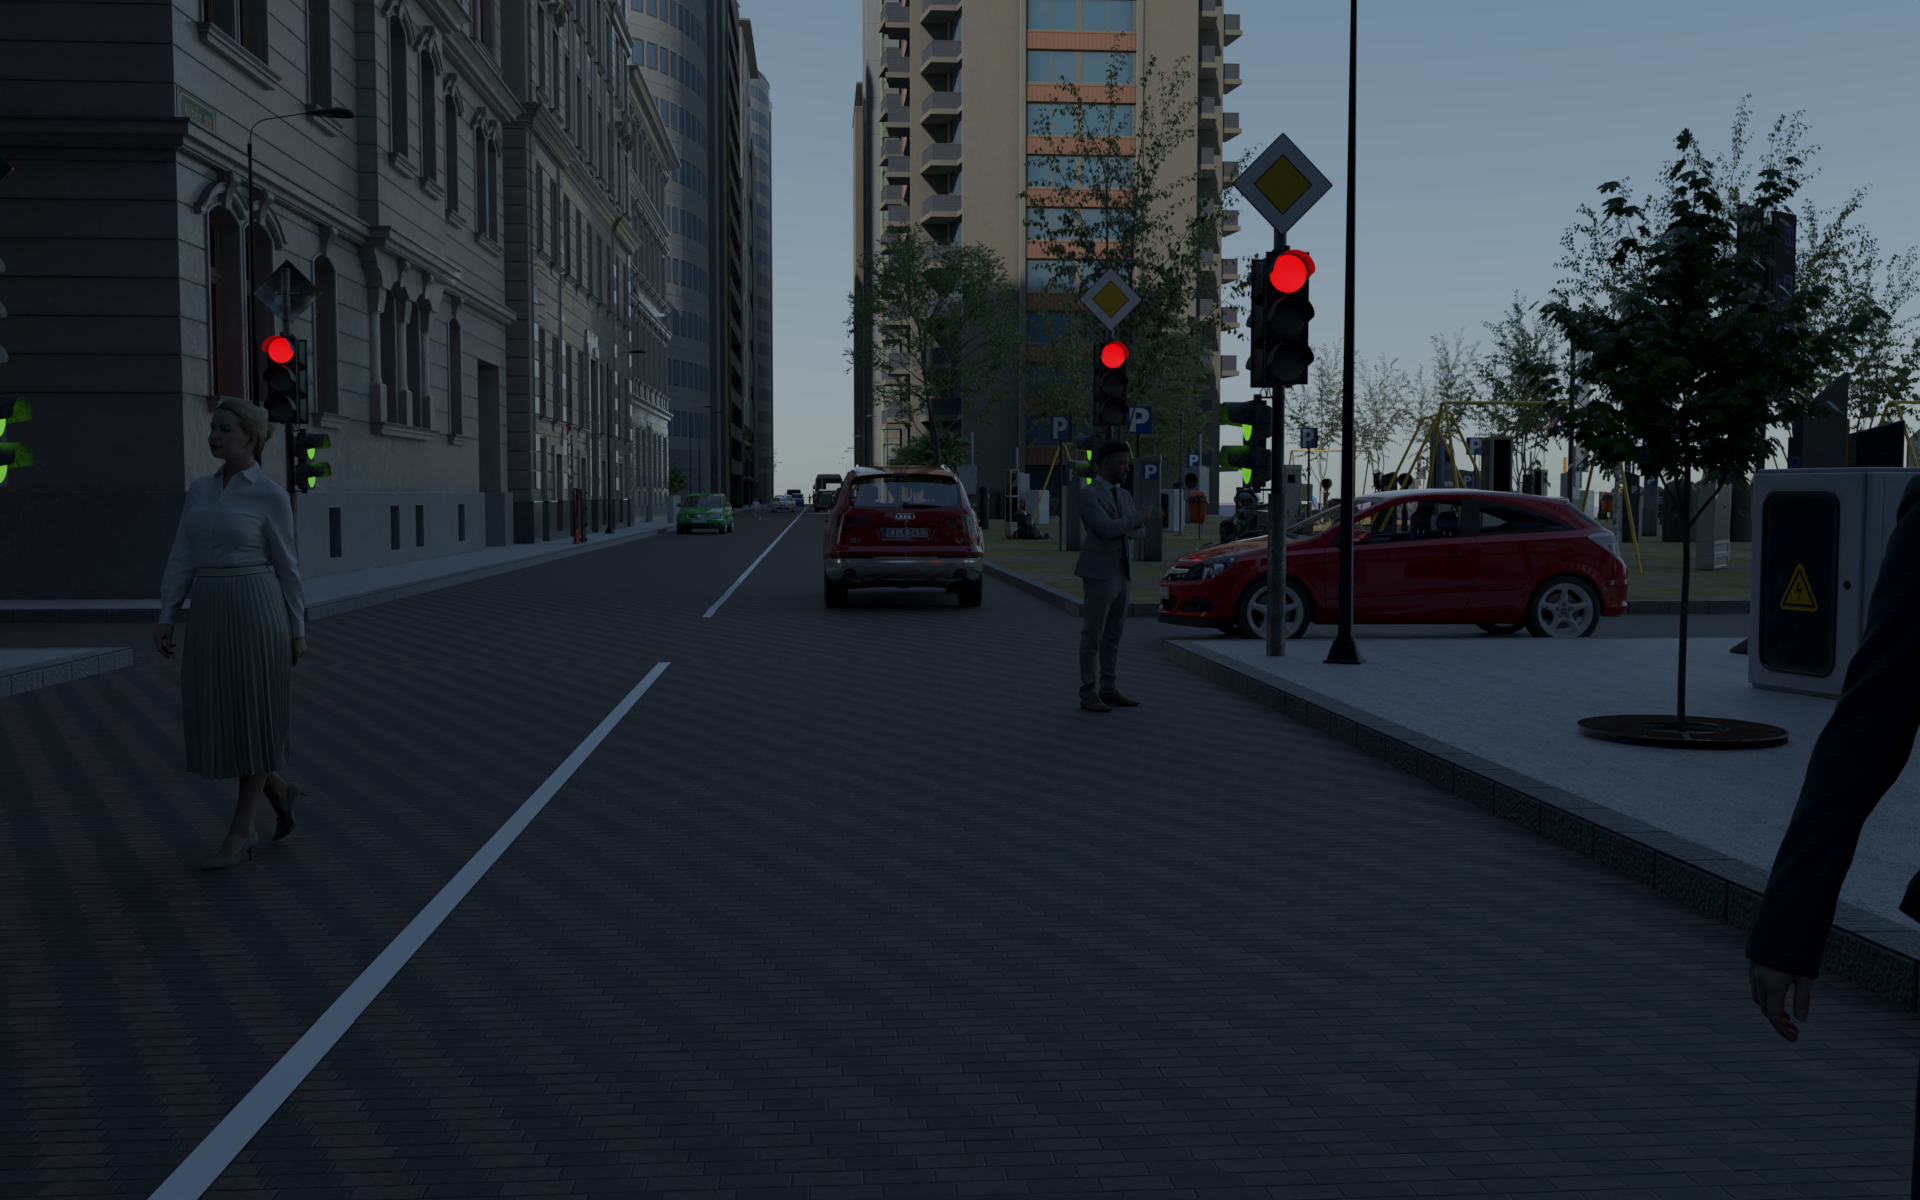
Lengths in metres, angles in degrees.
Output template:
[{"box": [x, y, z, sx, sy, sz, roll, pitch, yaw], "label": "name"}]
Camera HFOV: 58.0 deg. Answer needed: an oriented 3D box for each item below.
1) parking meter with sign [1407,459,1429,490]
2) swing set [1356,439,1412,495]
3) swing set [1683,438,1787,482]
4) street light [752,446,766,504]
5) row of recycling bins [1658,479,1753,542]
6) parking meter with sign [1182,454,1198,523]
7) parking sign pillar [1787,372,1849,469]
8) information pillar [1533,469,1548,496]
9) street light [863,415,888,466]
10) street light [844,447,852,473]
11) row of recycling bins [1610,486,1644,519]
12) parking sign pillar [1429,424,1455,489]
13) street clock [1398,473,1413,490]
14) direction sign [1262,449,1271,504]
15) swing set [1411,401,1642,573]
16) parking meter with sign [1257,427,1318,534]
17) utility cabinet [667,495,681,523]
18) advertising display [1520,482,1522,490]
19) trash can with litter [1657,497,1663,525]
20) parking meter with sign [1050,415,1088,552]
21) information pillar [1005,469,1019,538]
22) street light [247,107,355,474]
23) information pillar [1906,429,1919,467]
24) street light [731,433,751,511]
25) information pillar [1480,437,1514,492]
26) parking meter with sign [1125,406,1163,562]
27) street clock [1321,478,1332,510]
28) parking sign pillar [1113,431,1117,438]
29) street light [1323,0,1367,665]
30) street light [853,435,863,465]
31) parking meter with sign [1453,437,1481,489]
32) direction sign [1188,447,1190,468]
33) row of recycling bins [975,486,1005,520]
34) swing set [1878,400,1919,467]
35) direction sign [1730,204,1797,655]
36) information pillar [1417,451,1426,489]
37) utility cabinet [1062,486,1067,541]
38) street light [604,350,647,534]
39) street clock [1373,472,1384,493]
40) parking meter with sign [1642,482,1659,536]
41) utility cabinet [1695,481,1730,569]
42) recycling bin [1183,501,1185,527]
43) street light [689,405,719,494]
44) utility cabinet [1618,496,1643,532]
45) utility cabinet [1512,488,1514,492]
[{"box": [22.454, -5.506, 86.278, 1.738, 3.016, 0.543, -2, 4, -25], "label": "parking meter with sign"}, {"box": [9.183, -2.197, 33.538, 2.862, 2.851, 3.119, 1, 4, 9], "label": "swing set"}, {"box": [22.637, -3.202, 49.969, 2.862, 2.851, 3.119, 0, 4, -5], "label": "swing set"}, {"box": [-19.849, -11.941, 167.770, 1.470, 5.913, 1.316, 0, 4, -5], "label": "street light"}, {"box": [20.531, -2.422, 46.709, 3.534, 1.692, 1.069, -1, 4, -15], "label": "row of recycling bins"}, {"box": [9.982, -4.894, 76.273, 0.543, 3.016, 1.738, -1, 4, -12], "label": "parking meter with sign"}, {"box": [18.900, -3.042, 38.205, 1.447, 3.967, 1.447, -1, 4, -21], "label": "parking sign pillar"}, {"box": [17.257, -2.876, 51.517, 0.304, 2.012, 0.304, -3, 4, -38], "label": "information pillar"}, {"box": [-4.801, -7.904, 101.768, 1.470, 5.913, 1.316, 0, 4, -5], "label": "street light"}, {"box": [-10.603, -12.249, 172.805, 1.470, 5.913, 1.316, 0, 4, -5], "label": "street light"}, {"box": [34.764, -4.930, 87.717, 3.534, 1.692, 1.069, 2, 4, 32], "label": "row of recycling bins"}, {"box": [18.584, -4.787, 66.735, 1.447, 3.967, 1.447, 3, 5, 44], "label": "parking sign pillar"}, {"box": [15.161, -3.331, 59.026, 0.471, 2.002, 0.358, 0, 4, -3], "label": "street clock"}, {"box": [15.298, -5.832, 87.353, 0.379, 3.537, 0.876, -3, 5, -45], "label": "direction sign"}, {"box": [9.656, -1.936, 29.274, 3.119, 2.851, 2.862, 0, 4, -3], "label": "swing set"}, {"box": [8.486, -2.983, 45.040, 1.738, 3.016, 0.543, -2, 4, -35], "label": "parking meter with sign"}, {"box": [-12.689, -4.013, 76.770, 0.306, 1.237, 1.020, 1, 4, 10], "label": "utility cabinet"}, {"box": [29.280, -5.187, 90.027, 0.123, 1.923, 0.974, 0, 4, -1], "label": "advertising display"}, {"box": [29.307, -3.741, 72.548, 0.624, 1.170, 1.055, 3, 5, 43], "label": "trash can with litter"}, {"box": [2.783, -2.622, 39.133, 0.543, 3.016, 1.738, 3, 5, 41], "label": "parking meter with sign"}, {"box": [1.530, -2.851, 51.099, 0.304, 2.012, 0.304, -2, 4, -31], "label": "information pillar"}, {"box": [-7.959, -2.958, 20.910, 1.470, 5.913, 1.316, 0, 4, -5], "label": "street light"}, {"box": [34.140, -4.324, 62.058, 0.504, 3.616, 0.183, 0, 4, -8], "label": "information pillar"}, {"box": [-16.909, -9.766, 132.217, 1.470, 5.913, 1.316, 0, 4, -5], "label": "street light"}, {"box": [6.903, -1.090, 22.314, 0.304, 2.012, 0.304, -1, 4, -9], "label": "information pillar"}, {"box": [3.606, -2.282, 33.573, 0.543, 3.016, 1.738, 0, 4, -5], "label": "parking meter with sign"}, {"box": [16.790, -4.575, 79.371, 0.471, 2.002, 0.358, 3, 5, 44], "label": "street clock"}, {"box": [6.141, -5.204, 73.553, 1.447, 3.967, 1.447, -3, 4, -37], "label": "parking sign pillar"}, {"box": [2.391, -2.473, 12.973, 1.470, 5.913, 1.316, 0, 4, -5], "label": "street light"}, {"box": [-7.606, -10.071, 137.209, 1.470, 5.913, 1.316, 0, 4, -5], "label": "street light"}, {"box": [15.675, -3.525, 53.898, 0.543, 3.016, 1.738, 0, 4, -6], "label": "parking meter with sign"}, {"box": [10.966, -5.572, 83.104, 0.379, 3.537, 0.876, 0, 4, 3], "label": "direction sign"}, {"box": [1.810, -4.981, 88.558, 1.069, 1.692, 3.534, -2, 4, -27], "label": "row of recycling bins"}, {"box": [17.042, -1.936, 29.278, 3.119, 2.851, 2.862, -1, 4, -12], "label": "swing set"}, {"box": [6.418, -1.338, 13.869, 0.876, 3.537, 0.379, -3, 4, -38], "label": "direction sign"}, {"box": [25.295, -6.342, 95.038, 0.504, 3.616, 0.183, 0, 4, 5], "label": "information pillar"}, {"box": [3.308, -2.301, 46.295, 1.173, 1.500, 0.318, 1, 4, 15], "label": "utility cabinet"}, {"box": [-10.784, -5.095, 55.840, 1.470, 5.913, 1.316, 0, 4, -5], "label": "street light"}, {"box": [13.987, -3.260, 57.875, 0.358, 2.002, 0.471, 3, 4, 36], "label": "street clock"}, {"box": [21.179, -3.479, 53.148, 0.543, 3.016, 1.738, 1, 4, 22], "label": "parking meter with sign"}, {"box": [12.846, -1.274, 29.509, 0.318, 1.500, 1.173, 2, 4, 35], "label": "utility cabinet"}, {"box": [8.156, -3.304, 66.581, 0.722, 1.027, 0.722, -3, 5, -41], "label": "recycling bin"}, {"box": [-13.587, -7.231, 90.772, 1.470, 5.913, 1.316, 0, 4, -5], "label": "street light"}, {"box": [22.957, -2.927, 59.024, 1.020, 1.237, 0.306, -1, 4, -14], "label": "utility cabinet"}, {"box": [20.781, -3.570, 67.054, 1.173, 1.500, 0.318, 0, 4, 7], "label": "utility cabinet"}]
